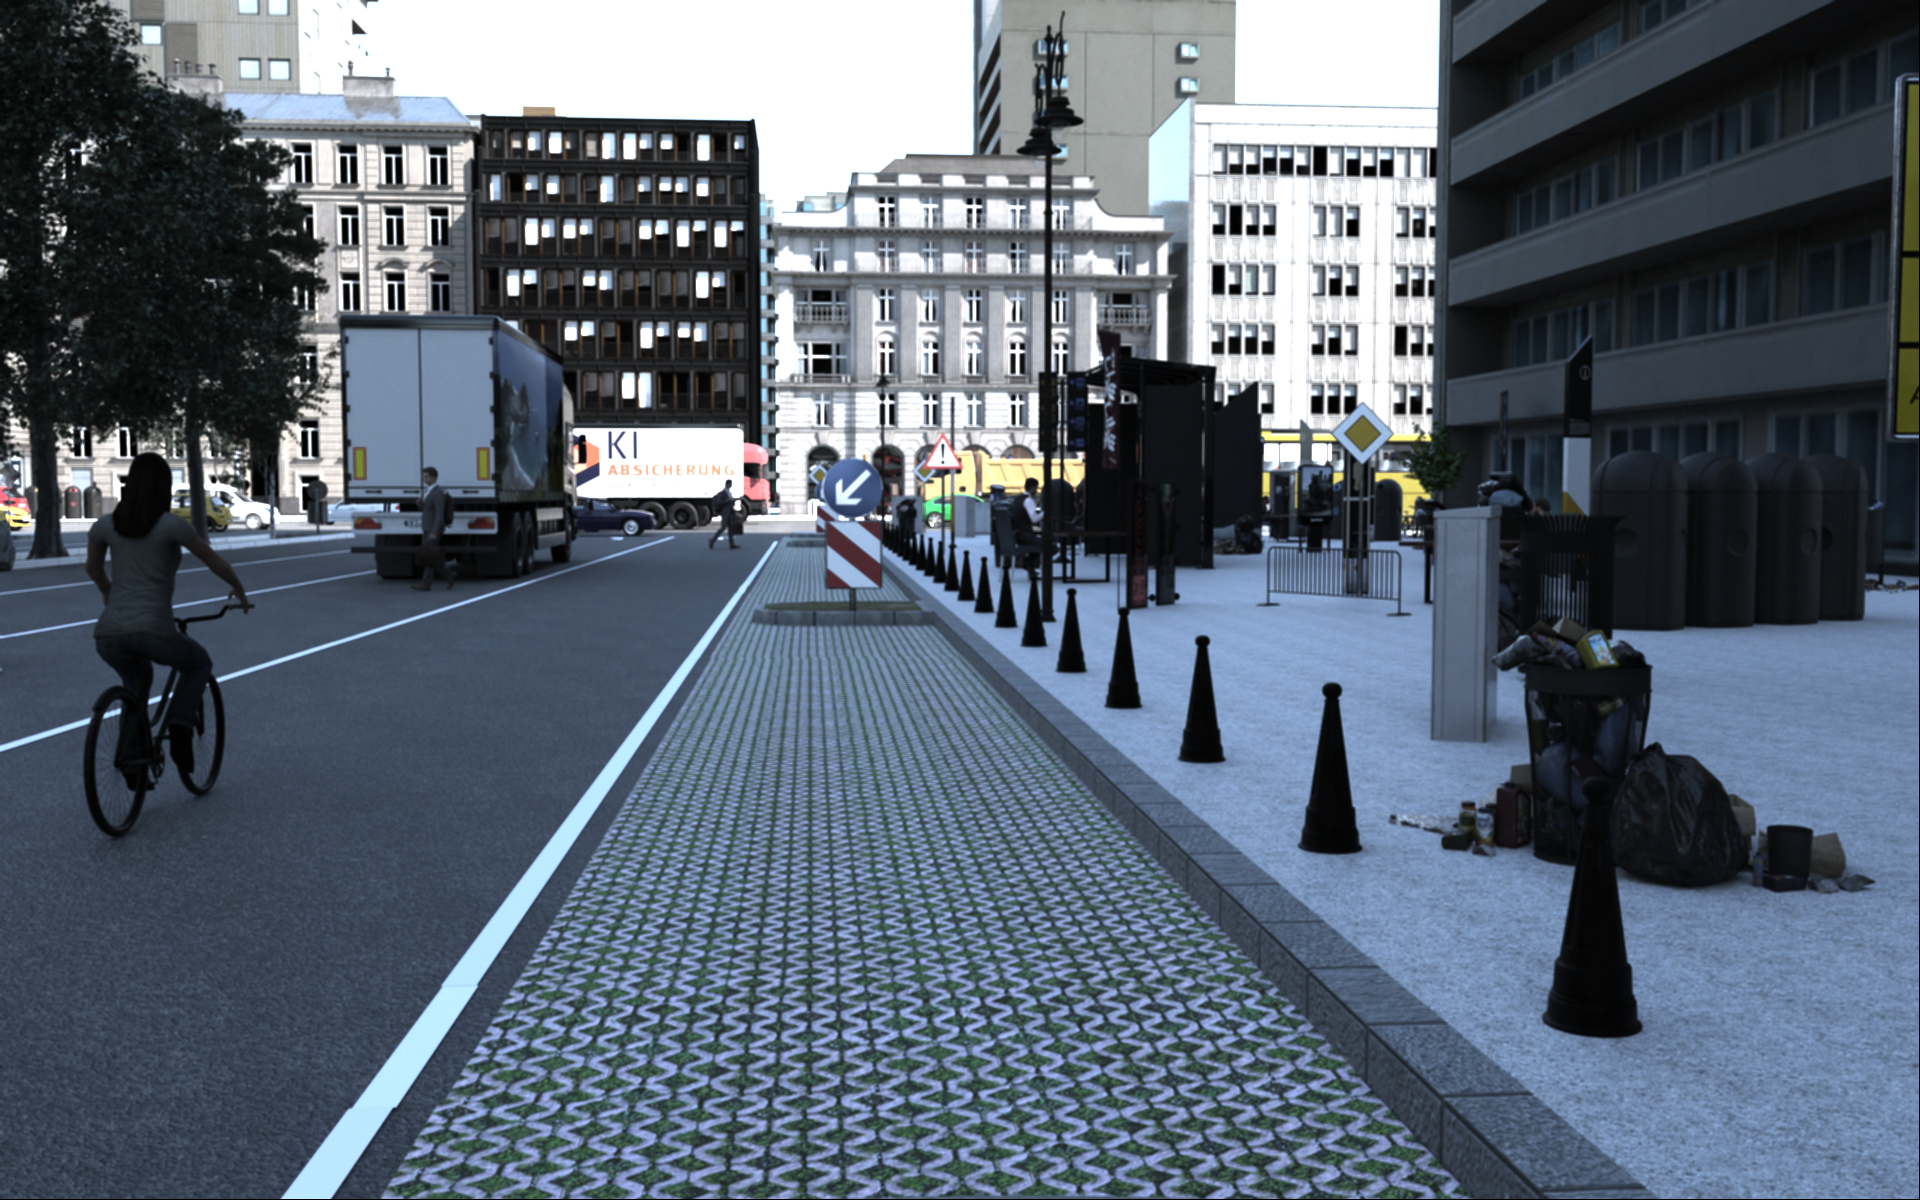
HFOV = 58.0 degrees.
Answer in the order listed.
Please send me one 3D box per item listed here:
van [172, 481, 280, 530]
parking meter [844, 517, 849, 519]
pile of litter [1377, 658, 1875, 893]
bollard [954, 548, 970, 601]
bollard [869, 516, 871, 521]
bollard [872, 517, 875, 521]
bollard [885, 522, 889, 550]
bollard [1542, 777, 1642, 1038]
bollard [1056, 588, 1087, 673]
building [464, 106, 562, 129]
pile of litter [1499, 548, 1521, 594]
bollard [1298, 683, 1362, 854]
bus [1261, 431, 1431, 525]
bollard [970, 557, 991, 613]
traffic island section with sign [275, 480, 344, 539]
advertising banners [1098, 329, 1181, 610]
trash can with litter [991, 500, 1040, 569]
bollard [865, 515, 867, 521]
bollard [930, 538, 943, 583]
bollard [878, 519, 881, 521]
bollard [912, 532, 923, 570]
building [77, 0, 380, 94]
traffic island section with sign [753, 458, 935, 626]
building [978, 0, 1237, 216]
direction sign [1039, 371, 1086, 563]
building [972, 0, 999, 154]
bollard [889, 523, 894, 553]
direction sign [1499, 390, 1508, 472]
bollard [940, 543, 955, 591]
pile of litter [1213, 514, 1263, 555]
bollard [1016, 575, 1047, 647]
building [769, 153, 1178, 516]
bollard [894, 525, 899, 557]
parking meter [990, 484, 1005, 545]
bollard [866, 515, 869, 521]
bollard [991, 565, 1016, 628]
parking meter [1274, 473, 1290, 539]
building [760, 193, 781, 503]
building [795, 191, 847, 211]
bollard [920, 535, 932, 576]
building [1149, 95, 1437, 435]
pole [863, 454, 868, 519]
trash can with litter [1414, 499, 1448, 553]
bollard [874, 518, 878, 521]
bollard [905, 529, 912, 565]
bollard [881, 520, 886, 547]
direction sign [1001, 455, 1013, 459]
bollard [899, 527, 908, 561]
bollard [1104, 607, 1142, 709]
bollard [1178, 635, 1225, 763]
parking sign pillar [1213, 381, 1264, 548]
[{"bbox_3d":[-29.528,-3.826,69.562,4.112,2.044,2.013,0,4,-7],"label":"van"},{"bbox_3d":[-5.829,-4.977,89.782,0.372,1.533,0.369,0,3,0],"label":"parking meter"},{"bbox_3d":[2.365,0.471,6.267,1.176,0.858,1.719,-1,4,-23],"label":"pile of litter"},{"bbox_3d":[0.077,-0.297,20.893,0.229,0.601,0.229,0,3,0],"label":"bollard"},{"bbox_3d":[-2.456,-2.086,50.148,0.229,0.601,0.229,0,3,0],"label":"bollard"},{"bbox_3d":[-2.277,-1.958,48.059,0.229,0.601,0.229,0,3,0],"label":"bollard"},{"bbox_3d":[-1.548,-1.447,39.700,0.229,0.601,0.229,0,3,0],"label":"bollard"},{"bbox_3d":[1.531,0.726,4.179,0.229,0.601,0.229,0,3,0],"label":"bollard"},{"bbox_3d":[0.806,0.215,12.521,0.229,0.601,0.229,0,3,0],"label":"bollard"},{"bbox_3d":[-72.342,-44.212,264.871,28.212,58.520,21.231,0,4,-5],"label":"building"},{"bbox_3d":[4.637,0.003,13.915,1.719,0.858,1.176,-3,5,-43],"label":"pile of litter"},{"bbox_3d":[1.342,0.598,6.263,0.229,0.601,0.229,0,3,0],"label":"bollard"},{"bbox_3d":[11.134,-4.351,62.687,12.252,3.916,2.896,0,4,-3],"label":"bus"},{"bbox_3d":[0.262,-0.169,18.797,0.229,0.601,0.229,0,3,0],"label":"bollard"},{"bbox_3d":[-21.036,-2.943,56.251,2.006,1.907,1.989,0,4,-5],"label":"traffic island section with sign"},{"bbox_3d":[2.004,-1.418,19.366,0.090,3.025,2.074,2,4,31],"label":"advertising banners"},{"bbox_3d":[1.037,-1.148,30.163,0.624,1.170,1.055,-3,5,-44],"label":"trash can with litter"},{"bbox_3d":[-2.817,-2.341,54.319,0.229,0.601,0.229,0,3,0],"label":"bollard"},{"bbox_3d":[-0.283,-0.552,25.074,0.229,0.601,0.229,0,3,0],"label":"bollard"},{"bbox_3d":[-1.905,-1.702,43.873,0.229,0.601,0.229,0,3,0],"label":"bollard"},{"bbox_3d":[-0.642,-0.808,29.244,0.229,0.601,0.229,0,3,0],"label":"bollard"},{"bbox_3d":[-70.488,-34.876,159.457,28.713,52.752,27.495,0,4,-5],"label":"building"},{"bbox_3d":[-1.338,-0.673,19.624,1.989,1.847,2.006,0,4,-5],"label":"traffic island section with sign"},{"bbox_3d":[13.334,-33.065,164.316,21.300,48.544,21.600,0,4,-5],"label":"building"},{"bbox_3d":[1.894,-2.455,32.144,0.876,3.537,0.379,1,4,11],"label":"direction sign"},{"bbox_3d":[11.834,-39.575,189.043,21.231,58.520,28.212,0,4,-5],"label":"building"},{"bbox_3d":[-1.370,-1.319,37.615,0.229,0.601,0.229,0,3,0],"label":"bollard"},{"bbox_3d":[12.008,-2.834,38.327,0.379,3.537,0.876,1,4,9],"label":"direction sign"},{"bbox_3d":[-0.104,-0.424,22.978,0.229,0.601,0.229,0,3,0],"label":"bollard"},{"bbox_3d":[5.852,-1.418,37.155,1.719,0.858,1.176,-3,5,-42],"label":"pile of litter"},{"bbox_3d":[0.625,0.087,14.621,0.229,0.601,0.229,0,3,0],"label":"bollard"},{"bbox_3d":[0.355,-16.292,108.177,24.055,21.916,13.314,0,4,-5],"label":"building"},{"bbox_3d":[-1.187,-1.192,35.526,0.229,0.601,0.229,0,3,0],"label":"bollard"},{"bbox_3d":[0.954,-2.161,43.746,0.372,1.533,0.369,0,3,0],"label":"parking meter"},{"bbox_3d":[-2.632,-2.214,52.234,0.229,0.601,0.229,0,3,0],"label":"bollard"},{"bbox_3d":[0.445,-0.041,16.712,0.229,0.601,0.229,0,3,0],"label":"bollard"},{"bbox_3d":[9.110,-2.650,49.035,0.255,1.863,0.399,-3,5,-42],"label":"parking meter"},{"bbox_3d":[-42.734,-39.760,269.689,30.456,49.044,23.786,0,4,-5],"label":"building"},{"bbox_3d":[-11.794,-39.977,273.237,30.456,49.044,23.786,0,4,-5],"label":"building"},{"bbox_3d":[-0.460,-0.680,27.159,0.229,0.601,0.229,0,3,0],"label":"bollard"},{"bbox_3d":[22.936,-17.856,109.960,19.932,24.808,12.078,0,4,-5],"label":"building"},{"bbox_3d":[-4.857,-5.816,88.927,0.158,3.312,0.155,0,3,0],"label":"pole"},{"bbox_3d":[10.367,-1.589,37.373,1.055,1.170,0.624,-2,4,-34],"label":"trash can with litter"},{"bbox_3d":[-2.090,-1.830,45.961,0.229,0.601,0.229,0,3,0],"label":"bollard"},{"bbox_3d":[-0.823,-0.935,31.330,0.229,0.601,0.229,0,3,0],"label":"bollard"},{"bbox_3d":[-1.731,-1.575,41.785,0.229,0.601,0.229,0,3,0],"label":"bollard"},{"bbox_3d":[2.682,-6.569,99.393,0.876,3.537,0.379,-3,4,-38],"label":"direction sign"},{"bbox_3d":[-1.009,-1.063,33.429,0.229,0.601,0.229,0,3,0],"label":"bollard"},{"bbox_3d":[0.985,0.343,10.435,0.229,0.601,0.229,0,3,0],"label":"bollard"},{"bbox_3d":[1.167,0.471,8.349,0.229,0.601,0.229,0,3,0],"label":"bollard"},{"bbox_3d":[6.660,-3.270,41.943,1.447,3.967,1.447,3,4,38],"label":"parking sign pillar"}]
